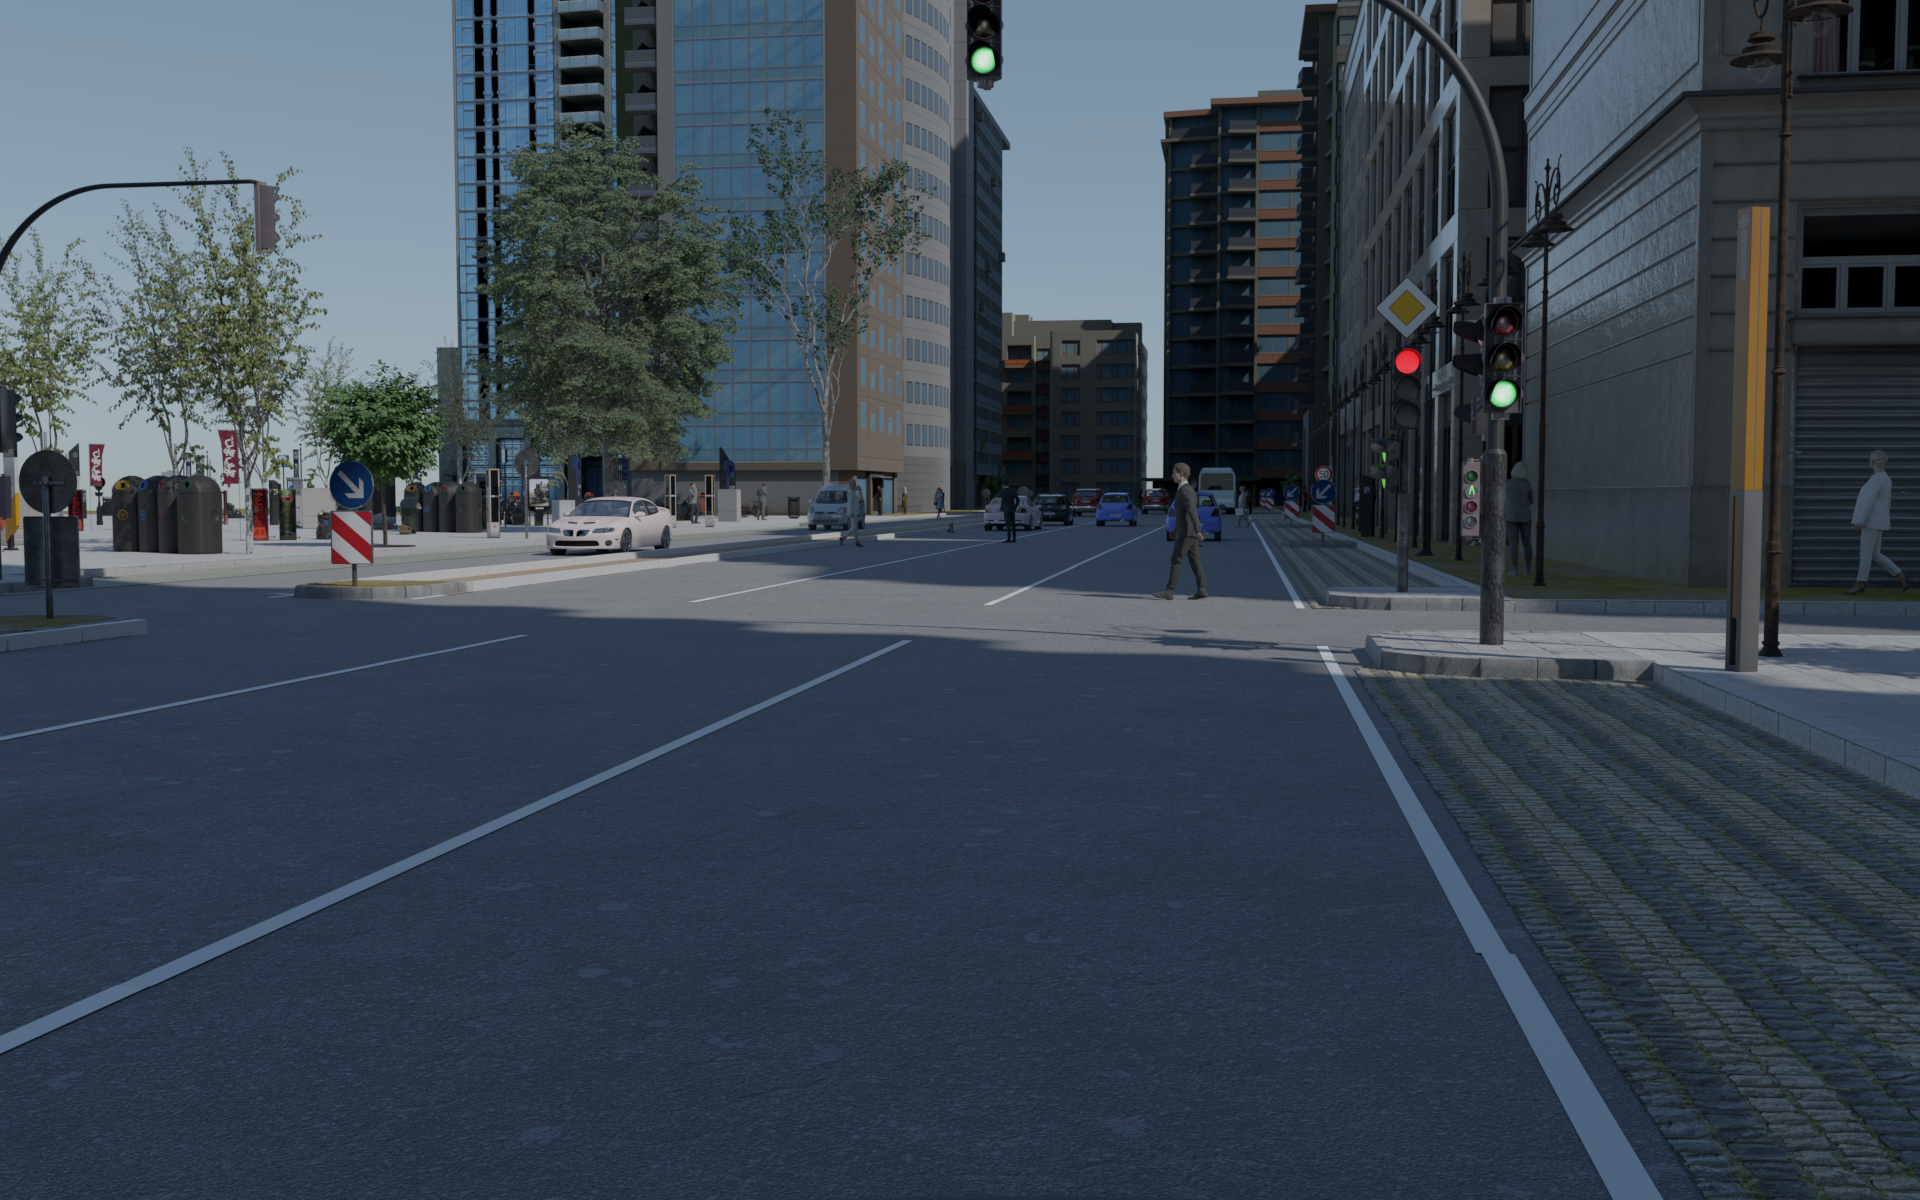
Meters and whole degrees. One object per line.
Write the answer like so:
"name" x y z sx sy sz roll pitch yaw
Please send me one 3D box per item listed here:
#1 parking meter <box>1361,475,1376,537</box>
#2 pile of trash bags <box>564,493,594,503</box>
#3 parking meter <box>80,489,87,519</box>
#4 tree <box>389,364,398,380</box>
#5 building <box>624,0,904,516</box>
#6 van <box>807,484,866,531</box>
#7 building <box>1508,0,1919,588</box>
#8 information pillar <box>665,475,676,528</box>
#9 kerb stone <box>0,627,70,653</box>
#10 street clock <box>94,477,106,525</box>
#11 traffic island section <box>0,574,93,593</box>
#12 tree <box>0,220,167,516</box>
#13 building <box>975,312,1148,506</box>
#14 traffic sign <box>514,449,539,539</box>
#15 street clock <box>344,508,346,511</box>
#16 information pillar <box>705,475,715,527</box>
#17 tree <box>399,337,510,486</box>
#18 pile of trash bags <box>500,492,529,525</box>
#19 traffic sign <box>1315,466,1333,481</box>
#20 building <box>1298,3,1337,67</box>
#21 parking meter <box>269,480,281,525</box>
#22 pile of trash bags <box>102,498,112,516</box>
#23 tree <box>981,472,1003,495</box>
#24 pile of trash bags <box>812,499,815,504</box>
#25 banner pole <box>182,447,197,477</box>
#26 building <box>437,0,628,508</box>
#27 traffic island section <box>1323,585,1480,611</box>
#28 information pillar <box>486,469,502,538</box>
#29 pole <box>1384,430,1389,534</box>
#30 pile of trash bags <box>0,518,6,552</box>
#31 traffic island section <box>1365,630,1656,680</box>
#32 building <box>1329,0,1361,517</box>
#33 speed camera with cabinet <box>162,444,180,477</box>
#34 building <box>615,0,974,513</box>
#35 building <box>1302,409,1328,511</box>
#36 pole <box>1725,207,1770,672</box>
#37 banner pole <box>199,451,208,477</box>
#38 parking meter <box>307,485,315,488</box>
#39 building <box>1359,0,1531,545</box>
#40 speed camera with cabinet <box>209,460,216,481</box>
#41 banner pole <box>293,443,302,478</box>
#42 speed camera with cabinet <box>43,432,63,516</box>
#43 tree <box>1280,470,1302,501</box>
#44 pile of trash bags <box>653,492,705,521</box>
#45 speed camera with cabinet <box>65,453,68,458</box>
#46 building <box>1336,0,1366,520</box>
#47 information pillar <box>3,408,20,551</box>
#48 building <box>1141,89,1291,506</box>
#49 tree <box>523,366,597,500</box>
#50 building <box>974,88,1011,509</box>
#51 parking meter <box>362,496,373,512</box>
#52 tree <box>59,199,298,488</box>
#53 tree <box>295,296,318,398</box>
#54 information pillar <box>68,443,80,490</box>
"parking meter" 12.273 -2.832 52.020 0.399 1.863 0.255 2 4 34
"pile of trash bags" -21.305 -5.359 97.373 1.912 1.369 3.447 0 4 5
"parking meter" -45.614 -4.993 90.038 0.372 1.533 0.369 0 3 0
"tree" -31.212 -9.056 98.427 4.360 8.622 3.978 0 3 0
"building" -11.698 -28.033 108.444 14.600 45.320 14.200 1 4 9
"van" -4.939 -3.821 69.489 2.013 2.044 4.112 1 4 9
"building" 25.223 -11.913 28.061 30.059 22.955 16.112 1 4 9
"information pillar" -10.999 -3.749 65.785 0.304 2.012 0.304 3 4 38
"kerb stone" -8.616 0.368 16.237 0.120 0.150 1.000 1 4 9
"street clock" -35.508 -4.090 71.436 0.358 2.002 0.471 2 4 35
"traffic island section" -14.470 -0.223 25.927 2.009 0.180 2.903 1 4 9
"tree" -25.066 -5.909 46.973 4.737 8.622 4.395 0 3 0
"building" 6.248 -21.607 198.307 28.899 21.520 27.650 1 4 9
"traffic sign" -12.400 -3.021 49.500 0.768 2.556 0.104 1 4 13
"street clock" -37.030 -6.083 104.022 0.358 2.002 0.471 0 4 1
"information pillar" -9.653 -3.812 66.820 0.304 2.012 0.304 0 4 6
"tree" -23.267 -8.013 81.367 4.360 8.622 3.978 0 3 0
"pile of trash bags" -19.657 -3.798 71.846 3.447 1.369 1.912 -1 4 -14
"traffic sign" 16.380 -4.766 78.033 0.768 2.556 0.104 1 4 10
"building" 41.165 -30.538 153.914 22.147 44.769 28.867 1 4 9
"parking meter" -28.233 -4.009 71.257 0.399 1.863 0.255 3 5 44
"pile of trash bags" -49.970 -5.749 103.743 1.912 1.369 3.447 0 4 3
"tree" 2.850 -9.304 146.728 1.663 3.219 1.824 0 3 0
"pile of trash bags" -7.582 -5.498 99.644 1.912 1.369 3.447 -1 4 -16
"banner pole" -40.958 -6.223 91.770 0.401 3.779 0.863 1 4 13
"building" -34.972 -52.316 168.037 31.000 86.520 22.319 1 4 9
"traffic island section" 5.814 -0.025 22.694 2.009 0.180 2.903 1 4 9
"information pillar" -13.587 -2.808 50.398 0.304 2.012 0.304 -2 4 -33
"pole" 13.650 -3.778 55.613 0.158 3.312 0.155 0 3 0
"pile of trash bags" -22.758 -1.742 38.231 3.447 1.369 1.912 0 4 -1
"traffic island section" 4.554 0.457 14.808 2.009 0.180 2.903 1 4 9
"building" 28.933 -20.220 102.290 14.160 30.474 14.107 1 4 9
"speed camera with cabinet" -31.037 -4.542 68.594 0.660 3.252 2.038 -1 4 -9
"building" -11.435 -35.929 129.433 21.231 58.520 28.212 1 4 9
"building" 36.715 -49.544 122.708 22.319 86.520 31.000 1 4 9
"pole" 5.661 -1.138 12.449 0.158 3.312 0.155 0 3 0
"banner pole" -43.780 -6.741 100.238 0.863 3.779 0.401 -2 4 -23
"parking meter" -36.470 -5.605 97.359 0.399 1.863 0.255 2 4 25
"building" 24.555 -15.508 58.066 19.350 26.468 34.151 1 4 9
"speed camera with cabinet" -43.664 -6.421 99.313 2.038 3.252 0.660 1 4 19
"banner pole" -32.540 -5.821 85.196 0.401 3.779 0.863 1 4 14
"speed camera with cabinet" -29.468 -3.752 55.680 0.660 3.252 2.038 -1 4 -20
"tree" 26.112 -8.756 137.760 1.663 3.219 1.824 0 3 0
"pile of trash bags" -13.292 -4.482 83.031 3.447 1.369 1.912 2 4 31
"speed camera with cabinet" -44.082 -5.519 84.564 2.038 3.252 0.660 3 4 39
"building" 25.406 -16.354 85.409 12.078 24.808 19.932 1 4 9
"information pillar" -21.529 -2.930 39.265 0.504 3.616 0.183 2 4 33
"building" 35.136 -32.782 190.611 28.867 44.769 22.147 1 4 9
"tree" -21.259 -8.718 92.897 4.737 8.622 4.395 0 3 0
"building" -8.385 -28.673 160.681 23.993 40.220 32.217 1 4 9
"parking meter" -18.893 -3.028 55.214 0.255 1.863 0.399 -2 4 -32
"tree" -19.732 -5.672 43.097 4.360 8.622 3.978 0 3 0
"tree" -23.593 -6.581 57.957 4.360 8.622 3.978 0 3 0
"information pillar" -40.611 -5.390 79.479 0.504 3.616 0.183 0 4 3
